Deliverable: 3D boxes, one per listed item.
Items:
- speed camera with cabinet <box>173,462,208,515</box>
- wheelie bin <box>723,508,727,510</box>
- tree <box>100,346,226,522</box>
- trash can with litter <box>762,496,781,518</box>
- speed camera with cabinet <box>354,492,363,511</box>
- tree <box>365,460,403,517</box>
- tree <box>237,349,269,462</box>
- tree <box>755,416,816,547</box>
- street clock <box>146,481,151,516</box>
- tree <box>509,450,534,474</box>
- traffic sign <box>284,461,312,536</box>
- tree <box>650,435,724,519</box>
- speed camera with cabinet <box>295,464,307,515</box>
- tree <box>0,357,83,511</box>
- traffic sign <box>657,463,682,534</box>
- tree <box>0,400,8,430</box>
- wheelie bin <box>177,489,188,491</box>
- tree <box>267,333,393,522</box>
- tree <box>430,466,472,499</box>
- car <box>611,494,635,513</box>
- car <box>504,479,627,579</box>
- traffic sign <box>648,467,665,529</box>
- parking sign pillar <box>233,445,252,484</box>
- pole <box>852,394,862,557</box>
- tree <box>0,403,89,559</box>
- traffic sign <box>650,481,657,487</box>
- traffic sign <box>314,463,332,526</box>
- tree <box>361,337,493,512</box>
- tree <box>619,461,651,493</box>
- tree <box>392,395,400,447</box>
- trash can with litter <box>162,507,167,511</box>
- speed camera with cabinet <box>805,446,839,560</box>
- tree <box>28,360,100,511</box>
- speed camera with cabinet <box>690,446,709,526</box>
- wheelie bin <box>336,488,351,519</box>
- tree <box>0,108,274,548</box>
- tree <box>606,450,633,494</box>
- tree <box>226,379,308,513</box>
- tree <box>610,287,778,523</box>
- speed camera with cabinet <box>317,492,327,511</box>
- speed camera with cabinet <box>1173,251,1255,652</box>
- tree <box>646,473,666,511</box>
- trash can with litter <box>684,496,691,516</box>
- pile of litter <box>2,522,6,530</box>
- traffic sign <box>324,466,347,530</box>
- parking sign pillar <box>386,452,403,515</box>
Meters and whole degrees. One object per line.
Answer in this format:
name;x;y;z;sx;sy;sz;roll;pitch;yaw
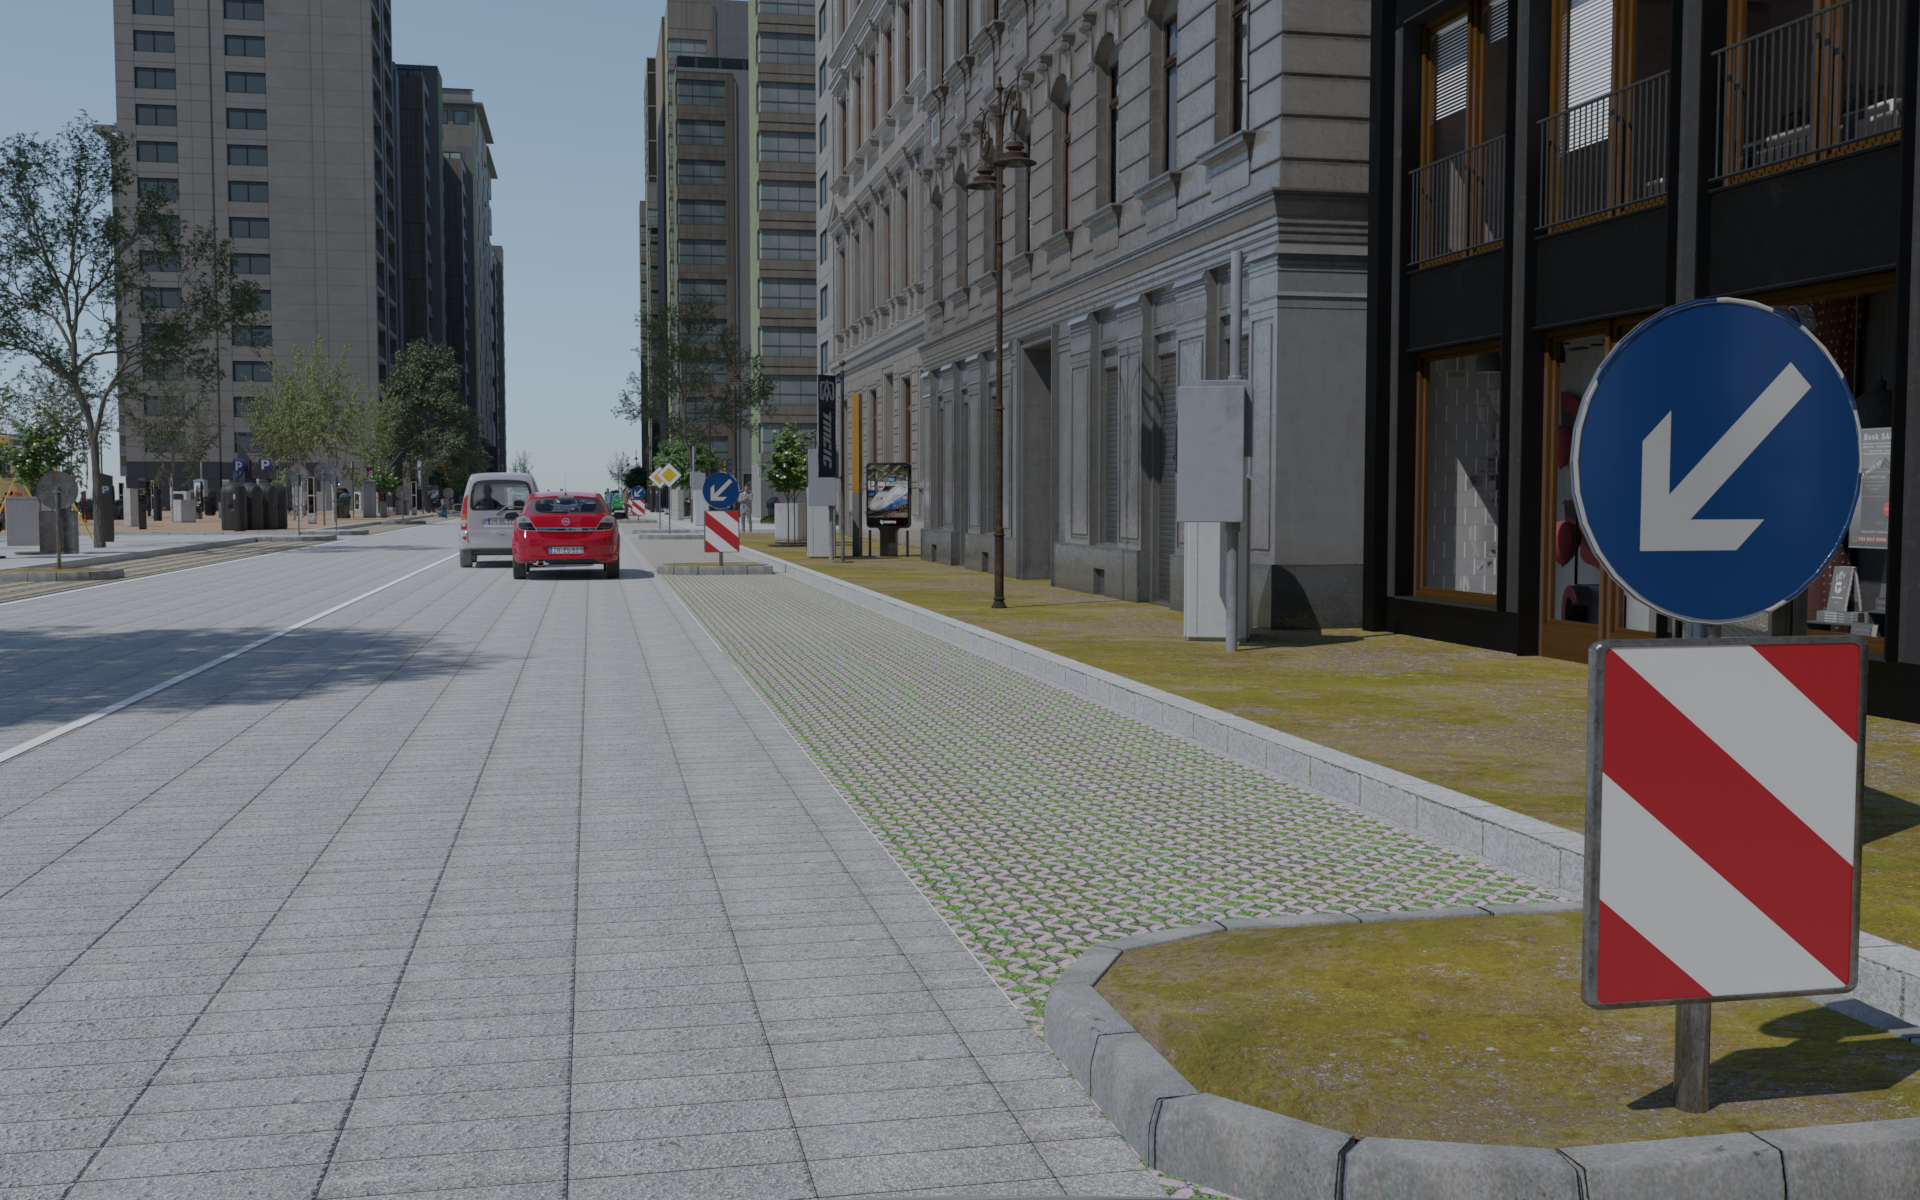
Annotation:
speed camera with cabinet;-47.296;-6.847;106.289;2.038;3.252;0.660;0;4;-2
wheelie bin;-14.724;-6.076;107.247;0.980;1.594;0.693;0;4;0
tree;-36.770;-7.930;80.022;4.360;8.622;3.978;0;3;0
trash can with litter;-8.884;-4.270;81.196;0.624;1.170;1.055;2;4;26
speed camera with cabinet;-45.551;-8.441;132.340;2.038;3.252;0.660;3;5;43
tree;-32.765;-6.294;97.508;1.663;3.219;1.824;0;3;0
tree;-32.681;-8.180;84.100;4.737;8.622;4.395;0;3;0
tree;-4.281;-3.063;44.688;1.663;3.219;1.824;0;3;0
street clock;-46.615;-5.808;99.529;0.471;2.002;0.358;-1;4;-22
tree;-71.225;-20.240;281.284;4.360;8.622;3.978;0;3;0
traffic sign;-20.320;-3.031;53.197;0.795;2.450;0.064;-1;4;-12
tree;-14.698;-6.849;95.695;4.285;4.588;4.351;0;3;0
speed camera with cabinet;-40.361;-6.819;105.818;0.660;3.252;2.038;-1;4;-14
tree;-49.273;-8.758;93.557;4.737;8.622;4.395;0;3;0
traffic sign;-9.316;-3.172;55.507;0.795;2.450;0.064;-1;4;-12
tree;-61.435;-9.600;107.328;4.360;8.622;3.978;0;3;0
wheelie bin;-50.497;-6.403;112.598;0.980;1.594;0.693;-1;4;-18
tree;-28.542;-7.852;78.739;4.737;8.622;4.395;0;3;0
tree;-41.285;-9.608;140.805;4.285;4.588;4.351;0;3;0
car;-26.096;-7.660;134.034;1.959;1.807;4.718;-1;4;-12
car;-6.979;-1.325;30.697;2.155;1.783;4.494;-1;4;-13
traffic sign;-10.977;-3.650;63.318;0.795;2.450;0.064;-1;4;-12
parking sign pillar;-38.997;-6.463;94.150;1.447;3.967;1.447;3;5;41
pole;-2.106;-2.546;35.474;0.158;3.312;0.155;0;3;0
tree;-19.464;-2.587;36.892;1.663;3.219;1.824;0;3;0
traffic sign;-21.552;-7.513;122.847;0.884;2.594;0.081;0;4;-5
traffic sign;-25.932;-4.311;70.591;0.768;2.556;0.104;0;4;-5
tree;-38.889;-12.799;126.274;9.611;12.733;9.660;0;3;0
tree;-31.858;-11.506;171.830;4.285;4.588;4.351;0;3;0
tree;-39.741;-10.224;117.518;4.737;8.622;4.395;0;3;0
trash can with litter;-59.934;-7.247;129.874;1.055;1.170;0.624;-1;4;-18
speed camera with cabinet;-2.752;-2.445;34.308;0.660;3.252;2.038;0;4;-6
tree;-45.690;-8.512;89.539;4.360;8.622;3.978;0;3;0
speed camera with cabinet;-10.655;-4.688;70.989;0.660;3.252;2.038;-1;4;-14
wheelie bin;-32.302;-5.057;90.596;0.980;1.594;0.693;1;4;22
tree;-20.560;-6.543;41.389;8.767;10.594;7.601;0;4;-7
tree;-56.137;-20.514;285.772;4.360;8.622;3.978;0;3;0
tree;-43.875;-9.785;110.343;4.360;8.622;3.978;0;3;0
tree;-11.759;-8.740;77.319;8.767;10.594;7.601;1;4;17
speed camera with cabinet;-48.491;-8.265;129.468;2.038;3.252;0.660;-3;4;-37
speed camera with cabinet;2.211;-1.258;14.909;0.660;3.252;2.038;1;4;12
tree;-23.119;-8.382;131.653;1.663;3.219;1.824;0;3;0
trash can with litter;-15.803;-5.315;98.287;1.055;1.170;0.624;0;4;-2
pile of litter;-35.881;-3.228;66.749;1.719;0.858;1.176;-2;4;-35
traffic sign;-21.980;-3.509;61.008;0.795;2.450;0.064;-1;4;-12
parking sign pillar;-35.638;-7.382;109.168;1.447;3.967;1.447;1;4;13
